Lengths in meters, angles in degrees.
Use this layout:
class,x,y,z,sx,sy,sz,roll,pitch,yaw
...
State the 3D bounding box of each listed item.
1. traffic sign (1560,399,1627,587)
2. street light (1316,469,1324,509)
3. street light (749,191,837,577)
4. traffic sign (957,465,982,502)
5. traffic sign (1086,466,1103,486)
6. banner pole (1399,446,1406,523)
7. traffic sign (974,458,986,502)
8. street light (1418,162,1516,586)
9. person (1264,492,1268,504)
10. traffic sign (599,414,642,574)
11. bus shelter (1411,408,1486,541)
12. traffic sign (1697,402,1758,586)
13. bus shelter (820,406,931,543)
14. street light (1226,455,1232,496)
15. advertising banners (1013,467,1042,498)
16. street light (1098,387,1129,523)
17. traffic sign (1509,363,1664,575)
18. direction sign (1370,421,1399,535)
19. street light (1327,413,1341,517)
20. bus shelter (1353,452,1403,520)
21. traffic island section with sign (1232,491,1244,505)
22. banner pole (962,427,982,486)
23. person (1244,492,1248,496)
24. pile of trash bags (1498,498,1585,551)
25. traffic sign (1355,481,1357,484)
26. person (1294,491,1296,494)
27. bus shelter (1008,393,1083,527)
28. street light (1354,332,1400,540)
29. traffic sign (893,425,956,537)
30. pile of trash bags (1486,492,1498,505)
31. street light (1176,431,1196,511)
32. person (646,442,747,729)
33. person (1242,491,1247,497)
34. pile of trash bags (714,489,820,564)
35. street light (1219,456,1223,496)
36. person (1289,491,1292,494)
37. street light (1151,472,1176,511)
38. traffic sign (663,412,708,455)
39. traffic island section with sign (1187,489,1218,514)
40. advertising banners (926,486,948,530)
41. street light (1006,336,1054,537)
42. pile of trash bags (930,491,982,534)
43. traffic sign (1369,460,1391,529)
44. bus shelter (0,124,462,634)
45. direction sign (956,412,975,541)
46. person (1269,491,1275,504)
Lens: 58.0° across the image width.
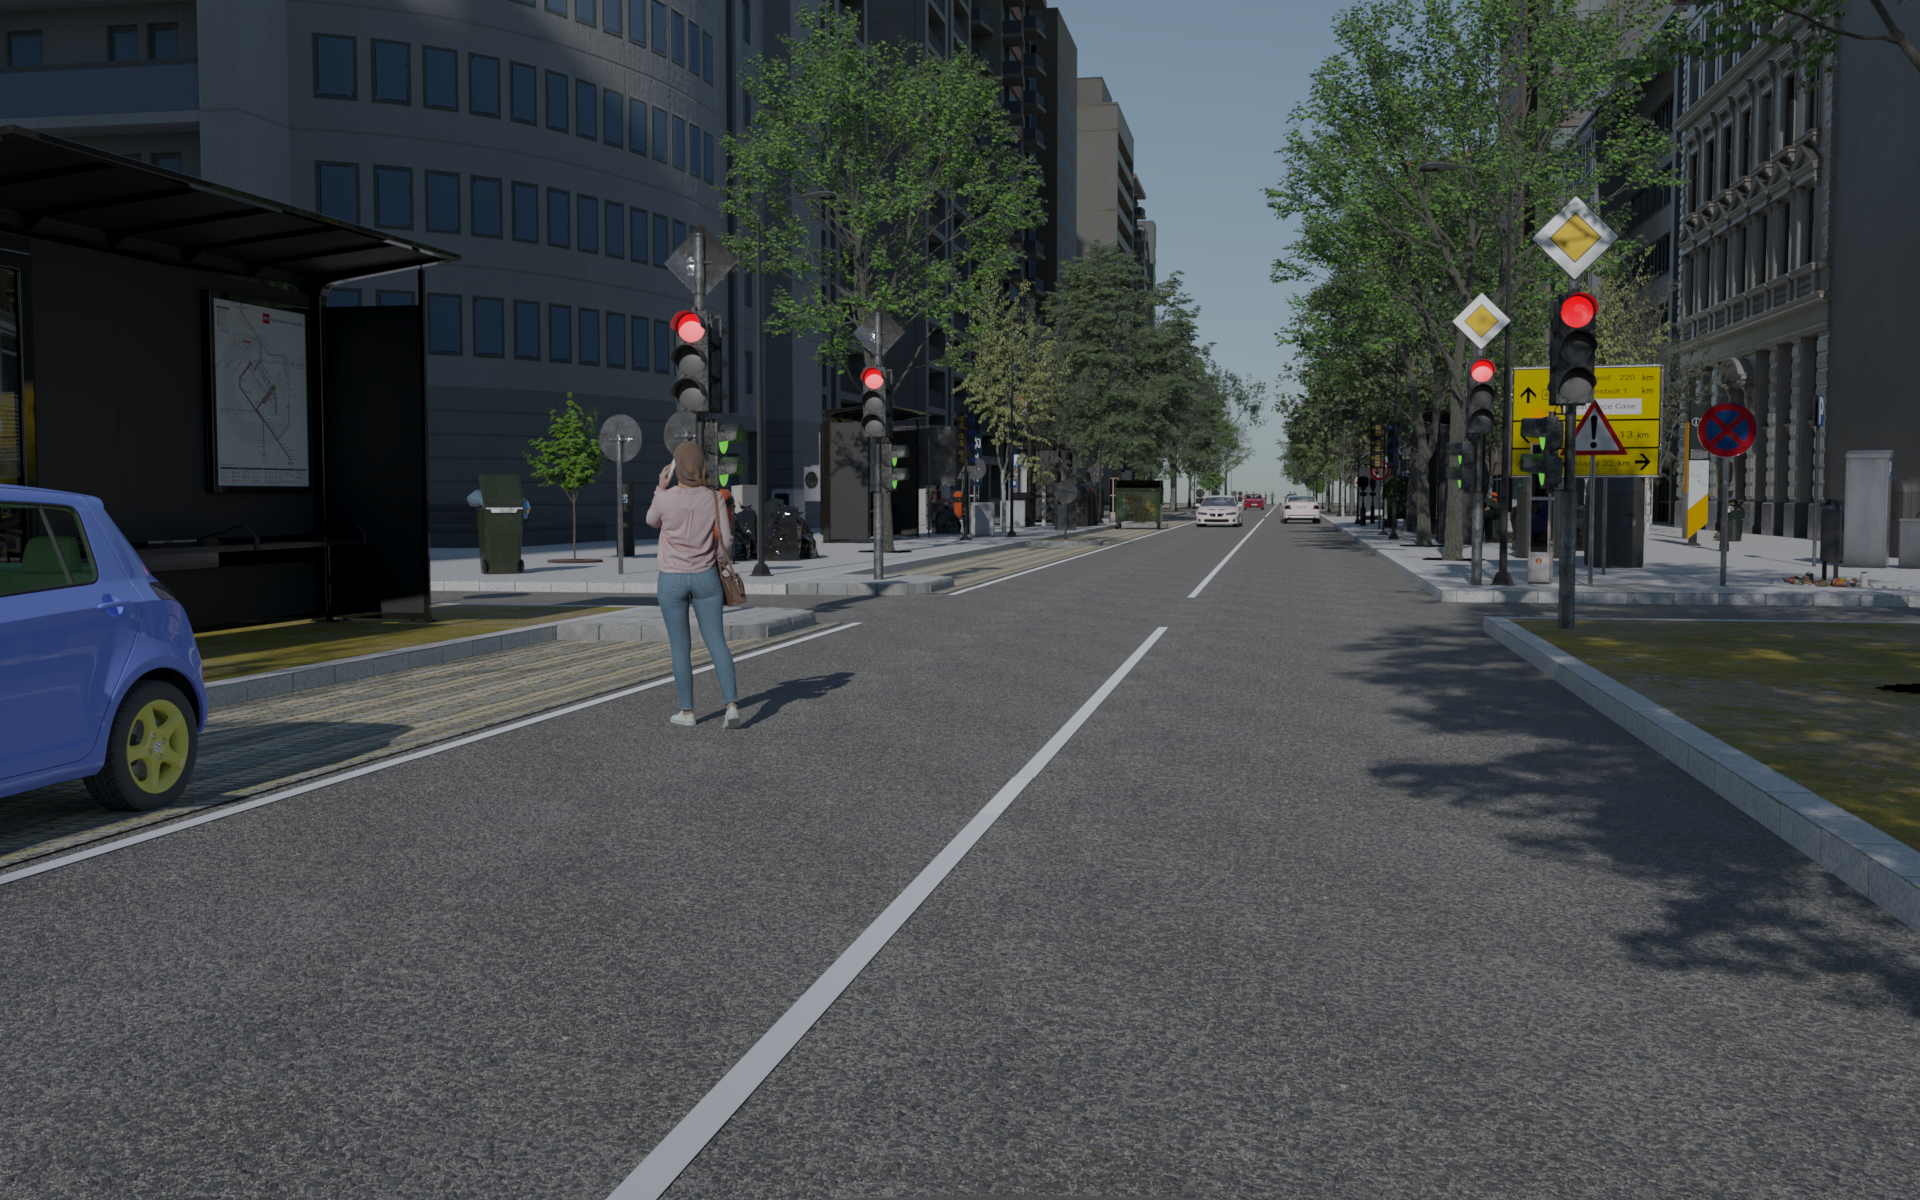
class,x,y,z,sx,sy,sz,roll,pitch,yaw
traffic sign,8.716,-1.460,23.880,0.884,2.594,0.081,1,4,11
street light,21.501,-7.827,100.506,1.470,5.913,1.316,1,4,11
street light,-2.578,-3.319,26.802,1.470,5.913,1.316,1,4,11
traffic sign,0.319,-3.666,59.941,0.884,2.594,0.081,1,4,13
traffic sign,6.000,-4.727,77.397,0.768,2.556,0.104,1,4,17
banner pole,19.464,-5.287,76.463,0.401,3.779,0.863,-2,4,-29
traffic sign,0.542,-3.713,60.816,0.768,2.556,0.104,1,4,18
street light,7.114,-3.167,24.319,1.470,5.913,1.316,1,4,11
person,43.942,-14.623,248.120,0.750,1.759,0.617,3,5,45
traffic sign,-5.431,-1.685,27.656,0.768,2.556,0.104,1,4,18
bus shelter,14.111,-3.606,50.239,1.731,3.624,6.357,1,4,11
traffic sign,10.653,-1.468,24.108,0.768,2.556,0.104,1,4,20
bus shelter,-2.263,-3.472,48.049,1.731,3.624,6.357,1,4,11
street light,31.647,-14.369,207.475,1.470,5.913,1.316,1,4,11
advertising banners,3.810,-6.257,98.483,2.074,3.025,0.090,-2,4,-25
street light,6.664,-6.294,75.447,1.470,5.913,1.316,1,4,11
traffic sign,9.880,-2.051,27.413,2.265,3.308,0.079,1,4,18
direction sign,13.207,-3.789,53.943,0.876,3.537,0.379,1,4,8
street light,16.372,-6.178,73.557,1.470,5.913,1.316,1,4,11
bus shelter,19.635,-5.365,81.638,2.014,3.302,5.546,1,4,11
traffic island section with sign,37.611,-13.660,231.961,1.989,1.847,2.006,1,4,11
banner pole,0.434,-4.558,64.533,0.863,3.779,0.401,1,4,16
person,39.669,-14.058,239.163,1.217,1.723,0.721,-2,4,-24
pile of trash bags,13.788,-1.868,40.298,1.912,1.369,3.447,1,4,10
traffic sign,21.426,-5.626,91.992,0.884,2.594,0.081,1,4,17
person,46.078,-14.060,238.519,1.348,1.807,0.705,0,4,-4
bus shelter,3.470,-5.728,71.284,2.179,5.291,8.768,1,4,10
street light,11.714,-4.665,48.818,1.470,5.913,1.316,1,4,11
traffic sign,-1.246,-3.531,51.597,2.265,3.308,0.079,1,4,11
pile of trash bags,29.486,-4.984,91.240,3.447,1.369,1.912,1,4,9
street light,16.473,-9.481,127.560,1.470,5.913,1.316,1,4,11
person,-1.587,-0.093,10.616,0.593,1.750,0.643,-1,4,-20
person,34.120,-12.125,207.270,0.750,1.759,0.617,0,4,4
pile of trash bags,-4.024,-1.442,33.325,1.912,1.369,3.447,1,4,15
street light,26.969,-12.892,183.331,1.470,5.913,1.316,1,4,11
person,44.188,-13.643,231.641,1.350,1.814,0.705,0,4,6
street light,11.920,-7.979,102.998,1.470,5.913,1.316,1,4,11
traffic sign,-4.108,-1.587,26.047,0.768,2.556,0.104,1,4,13
traffic island section with sign,17.312,-7.078,124.351,1.989,1.847,2.006,1,4,11
advertising banners,-0.786,-4.046,62.342,0.090,3.025,2.074,1,4,21
street light,2.065,-4.805,51.102,1.470,5.913,1.316,1,4,11
pile of trash bags,-0.024,-2.888,56.967,1.912,1.369,3.447,0,4,-2
traffic sign,15.554,-3.919,64.190,0.768,2.556,0.104,1,4,18
bus shelter,-6.300,-1.405,14.254,1.731,3.624,6.357,1,4,11
direction sign,0.162,-3.419,47.898,0.379,3.537,0.876,2,4,35
person,43.370,-14.192,240.620,0.705,1.814,1.350,-2,4,-29
